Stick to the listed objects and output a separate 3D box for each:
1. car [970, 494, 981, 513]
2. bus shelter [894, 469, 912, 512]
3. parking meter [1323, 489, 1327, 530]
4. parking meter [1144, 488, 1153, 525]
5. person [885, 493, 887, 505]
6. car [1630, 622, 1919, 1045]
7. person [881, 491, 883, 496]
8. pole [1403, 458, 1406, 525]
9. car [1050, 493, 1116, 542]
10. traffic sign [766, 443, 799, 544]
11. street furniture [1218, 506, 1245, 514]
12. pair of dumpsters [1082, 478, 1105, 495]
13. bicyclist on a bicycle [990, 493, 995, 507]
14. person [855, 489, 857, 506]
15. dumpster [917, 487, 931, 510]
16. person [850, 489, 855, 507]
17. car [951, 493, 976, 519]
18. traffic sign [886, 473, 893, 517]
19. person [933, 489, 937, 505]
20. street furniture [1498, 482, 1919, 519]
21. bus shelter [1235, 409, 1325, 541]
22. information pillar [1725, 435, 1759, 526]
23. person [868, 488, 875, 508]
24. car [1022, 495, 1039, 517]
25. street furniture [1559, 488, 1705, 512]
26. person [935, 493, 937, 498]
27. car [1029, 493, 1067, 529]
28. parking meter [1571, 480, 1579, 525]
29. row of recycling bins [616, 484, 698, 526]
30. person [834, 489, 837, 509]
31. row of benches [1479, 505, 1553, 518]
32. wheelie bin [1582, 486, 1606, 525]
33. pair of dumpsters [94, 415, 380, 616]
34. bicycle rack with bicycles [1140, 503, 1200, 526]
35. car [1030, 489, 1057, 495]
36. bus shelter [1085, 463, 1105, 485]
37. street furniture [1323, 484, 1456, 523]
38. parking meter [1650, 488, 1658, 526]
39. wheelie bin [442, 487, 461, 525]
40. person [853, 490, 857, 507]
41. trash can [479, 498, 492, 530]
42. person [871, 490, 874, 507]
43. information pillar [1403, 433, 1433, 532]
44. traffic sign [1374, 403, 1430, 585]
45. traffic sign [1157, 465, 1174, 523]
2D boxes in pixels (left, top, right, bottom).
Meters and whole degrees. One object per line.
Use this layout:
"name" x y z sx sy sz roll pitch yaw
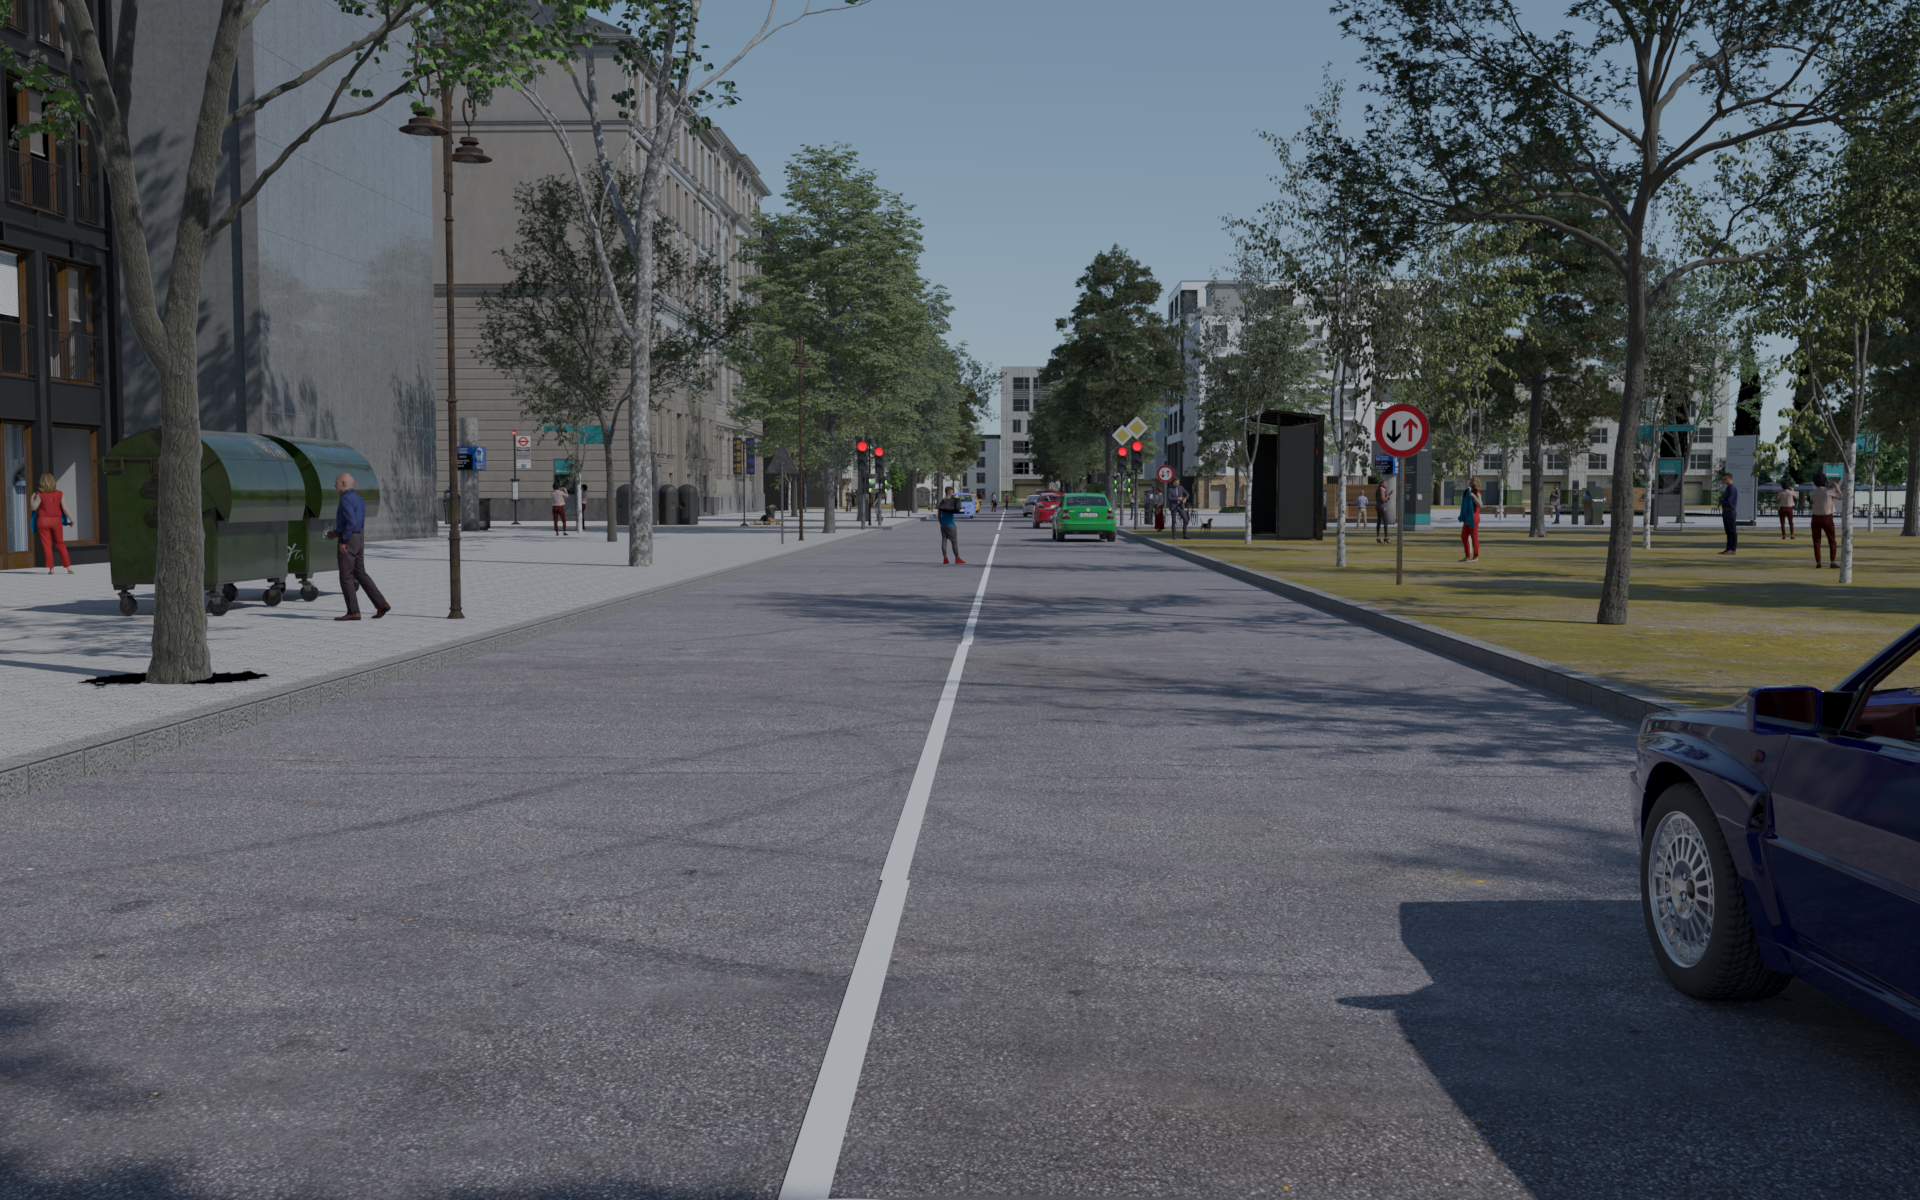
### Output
"car" 0.598 -7.445 131.943 2.015 1.641 3.980 0 4 3
"bus shelter" -3.882 -8.476 129.872 1.731 3.624 6.357 0 4 1
"parking meter" 12.880 -3.257 61.659 0.372 1.533 0.369 0 3 0
"parking meter" 7.952 -3.950 72.994 0.372 1.533 0.369 0 3 0
"person" -8.776 -12.265 207.290 0.721 1.735 1.217 0 4 -4
"car" 2.910 0.539 3.764 1.945 1.354 3.894 0 4 0
"person" -9.013 -11.706 197.892 0.568 1.767 0.683 -2 4 -24
"pole" 15.685 -4.096 60.819 0.158 3.312 0.155 0 3 0
"car" 3.786 -2.725 53.344 1.959 1.807 4.718 0 3 0
"traffic sign" -4.535 -2.702 44.177 0.884 2.594 0.081 1 4 11
"street furniture" 21.991 -6.187 116.782 10.072 0.657 5.734 -1 4 -8
"pair of dumpsters" 8.545 -6.528 109.232 1.574 2.255 4.436 0 4 2
"bicyclist on a bicycle" 3.439 -10.418 180.358 1.499 1.676 1.625 0 4 2
"person" -10.894 -10.643 180.075 0.705 1.822 1.348 0 4 2
"dumpster" -2.911 -7.919 135.226 1.264 1.857 1.865 0 4 1
"person" -10.845 -10.140 172.356 0.750 1.759 0.617 -2 4 -31
"car" 0.001 -5.602 101.185 1.945 1.707 3.694 0 4 2
"traffic sign" -3.797 -5.915 96.823 0.768 2.556 0.104 0 4 8
"person" -2.949 -11.600 195.789 1.350 1.814 0.705 -2 4 -31
"street furniture" 42.647 -5.871 101.022 14.083 1.986 27.439 -1 4 -13
"bus shelter" 9.313 -3.632 50.674 1.731 3.624 6.357 0 4 1
"information pillar" 31.437 -4.794 69.698 0.184 3.620 1.656 -1 4 -16
"person" -8.037 -9.401 159.757 0.705 1.824 1.348 -3 4 -37
"car" 4.942 -5.971 109.987 2.083 1.381 4.827 0 4 2
"street furniture" 46.104 -7.145 123.668 11.010 1.723 9.812 0 4 -3
"person" -2.562 -12.269 207.194 0.990 1.755 0.434 2 4 24
"car" 3.975 -3.893 72.699 2.155 1.783 4.494 0 4 1
"parking meter" 25.826 -4.097 72.702 0.255 1.863 0.399 1 4 16
"row of recycling bins" -12.408 -3.922 71.232 3.534 1.692 1.069 -2 4 -35
"person" -11.079 -8.900 152.092 0.750 1.759 0.617 -3 4 -38
"row of benches" 30.161 -4.799 93.933 4.104 0.672 1.422 2 4 24
"wheelie bin" 26.005 -3.869 71.168 0.980 1.594 0.693 -1 4 -14
"pair of dumpsters" -8.263 -1.078 20.117 1.574 2.255 4.436 0 4 2
"bicycle rack with bicycles" 8.765 -3.527 71.050 2.852 0.926 2.925 2 4 30
"car" 6.215 -7.167 125.849 2.281 1.827 5.304 0 4 1
"bus shelter" 9.964 -8.314 127.217 1.731 3.624 6.357 0 4 2
"street furniture" 17.717 -4.526 80.850 11.010 1.723 9.812 1 4 23
"parking meter" 28.353 -3.815 70.789 0.372 1.533 0.369 0 3 0
"wheelie bin" -21.356 -3.968 72.788 0.693 1.594 0.980 -2 4 -34
"person" -10.875 -10.460 177.792 0.721 1.736 1.217 -3 4 -39
"trash can" -16.931 -3.035 61.282 0.748 1.137 0.748 0 3 0
"person" -8.968 -10.347 175.766 0.434 1.755 0.990 2 4 26
"information pillar" 15.764 -4.293 59.565 0.750 3.857 0.750 -1 4 -22
"traffic sign" 6.210 -1.487 24.415 0.768 2.556 0.104 0 4 5
"traffic sign" 9.044 -4.659 76.277 0.768 2.556 0.104 0 4 8
